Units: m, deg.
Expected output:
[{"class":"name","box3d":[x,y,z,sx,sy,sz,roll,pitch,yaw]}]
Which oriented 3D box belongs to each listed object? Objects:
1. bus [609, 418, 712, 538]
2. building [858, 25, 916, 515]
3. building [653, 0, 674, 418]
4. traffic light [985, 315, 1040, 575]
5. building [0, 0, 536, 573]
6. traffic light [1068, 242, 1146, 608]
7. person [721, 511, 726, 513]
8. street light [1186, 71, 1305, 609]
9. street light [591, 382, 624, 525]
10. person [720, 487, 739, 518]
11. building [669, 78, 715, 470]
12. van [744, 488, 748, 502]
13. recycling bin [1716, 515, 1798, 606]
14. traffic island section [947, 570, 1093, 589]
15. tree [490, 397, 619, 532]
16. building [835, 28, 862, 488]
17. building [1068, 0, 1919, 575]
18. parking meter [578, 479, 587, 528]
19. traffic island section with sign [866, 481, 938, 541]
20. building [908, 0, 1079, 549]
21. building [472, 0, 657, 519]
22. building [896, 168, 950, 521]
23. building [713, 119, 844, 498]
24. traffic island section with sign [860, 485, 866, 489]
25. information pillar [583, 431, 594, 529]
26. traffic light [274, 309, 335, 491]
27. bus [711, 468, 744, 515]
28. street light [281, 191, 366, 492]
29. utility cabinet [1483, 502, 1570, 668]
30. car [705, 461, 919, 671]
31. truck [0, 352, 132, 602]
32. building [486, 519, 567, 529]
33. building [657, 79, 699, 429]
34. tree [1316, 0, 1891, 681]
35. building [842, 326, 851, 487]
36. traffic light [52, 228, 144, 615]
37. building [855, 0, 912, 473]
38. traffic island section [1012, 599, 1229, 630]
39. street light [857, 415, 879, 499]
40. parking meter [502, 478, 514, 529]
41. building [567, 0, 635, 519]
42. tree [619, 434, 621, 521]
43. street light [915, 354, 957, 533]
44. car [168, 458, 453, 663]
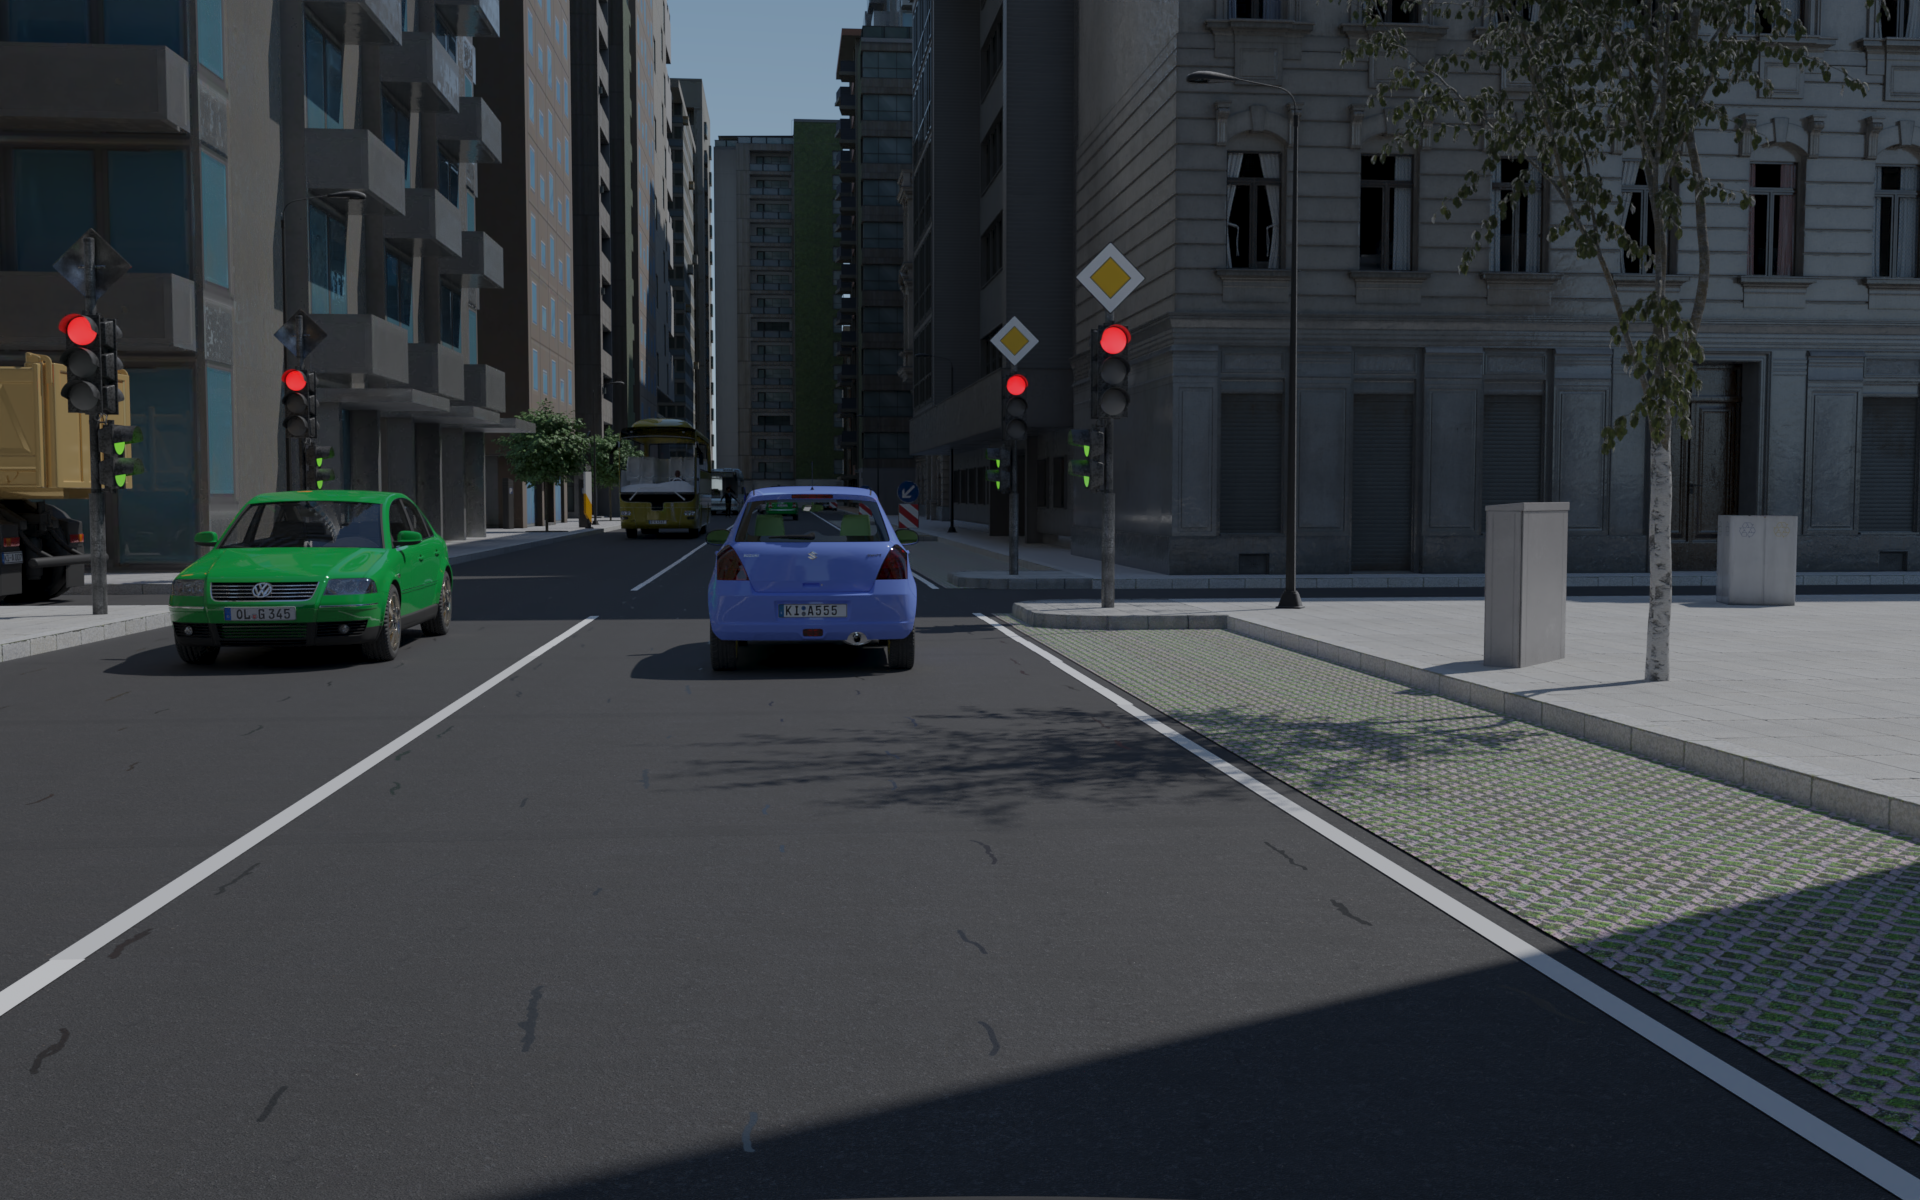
[{"class":"bus","box3d":[-10.087,-4.181,59.909,2.896,3.916,12.252,0,4,-6]},{"class":"building","box3d":[0.385,-20.785,111.542,14.160,30.474,14.107,0,4,-6]},{"class":"building","box3d":[-35.249,-32.861,126.513,28.713,52.752,27.495,0,4,-6]},{"class":"traffic light","box3d":[0.835,-2.354,27.414,0.839,4.253,0.868,0,4,-6]},{"class":"building","box3d":[-23.073,-25.624,38.554,23.786,49.044,30.456,0,4,-6]},{"class":"traffic light","box3d":[1.653,-1.868,19.470,0.839,4.253,0.868,0,4,-6]},{"class":"person","box3d":[-17.891,-7.487,130.896,0.705,1.826,1.348,1,4,15]},{"class":"street light","box3d":[3.177,-2.857,19.257,1.470,5.913,1.316,0,4,-6]},{"class":"street light","box3d":[-14.566,-6.060,71.622,1.470,5.913,1.316,0,4,-6]},{"class":"person","box3d":[-13.907,-5.872,104.140,0.705,1.869,1.348,3,5,45]},{"class":"building","box3d":[-38.735,-34.841,193.356,21.600,48.544,21.300,0,4,-6]},{"class":"van","box3d":[-20.499,-9.437,158.670,2.240,2.365,5.245,0,4,-7]},{"class":"recycling bin","box3d":[9.302,-0.470,20.241,0.722,1.027,0.722,1,4,12]},{"class":"traffic island section","box3d":[0.876,-0.321,27.532,2.009,0.180,2.903,0,4,-6]},{"class":"tree","box3d":[-14.109,-4.584,58.664,4.285,4.588,4.351,0,3,0]},{"class":"building","box3d":[-0.548,-31.162,164.117,22.147,44.769,28.867,0,4,-6]},{"class":"building","box3d":[11.695,-11.199,32.254,18.267,20.994,9.793,0,4,-6]},{"class":"parking meter","box3d":[-14.366,-3.698,66.181,0.399,1.863,0.255,-2,4,-24]},{"class":"traffic island section with sign","box3d":[-1.741,-2.710,52.944,1.989,1.847,2.006,0,4,-6]},{"class":"building","box3d":[6.561,-14.323,53.246,14.314,24.678,30.058,0,4,-6]},{"class":"building","box3d":[-26.317,-27.928,106.739,14.600,45.320,14.200,0,4,-6]},{"class":"building","box3d":[4.189,-16.295,85.503,14.460,24.649,34.723,0,4,-6]},{"class":"building","box3d":[-20.054,-31.084,191.809,14.086,41.232,14.154,0,4,-6]},{"class":"traffic island section with sign","box3d":[-4.505,-4.353,79.802,1.989,1.847,2.006,0,4,-6]},{"class":"information pillar","box3d":[-13.834,-4.465,64.349,0.183,3.616,0.504,1,4,14]},{"class":"traffic light","box3d":[-9.968,-2.286,26.289,0.839,4.253,0.868,0,4,-6]},{"class":"bus","box3d":[-16.635,-7.728,121.207,2.948,3.499,13.247,0,4,-5]},{"class":"street light","box3d":[-9.808,-3.310,26.663,1.470,5.913,1.316,0,4,-6]},{"class":"utility cabinet","box3d":[4.311,-0.124,13.197,0.306,1.237,1.020,3,4,37]},{"class":"car","box3d":[-1.310,-0.356,15.414,1.945,1.707,3.694,0,4,-5]},{"class":"truck","box3d":[-16.001,-1.593,21.966,9.791,3.379,3.469,0,4,-4]},{"class":"building","box3d":[-23.457,-25.624,69.059,14.600,45.320,14.200,0,4,-6]},{"class":"building","box3d":[-36.465,-28.588,159.301,23.993,40.220,32.217,0,4,-6]},{"class":"tree","box3d":[4.569,-3.751,11.689,4.360,8.622,3.978,0,3,0]},{"class":"building","box3d":[0.894,-21.793,201.347,28.899,21.520,27.650,0,4,-6]},{"class":"traffic light","box3d":[-9.149,-1.800,18.346,0.839,4.253,0.868,0,4,-6]},{"class":"building","box3d":[3.995,-31.491,134.484,23.786,49.044,30.456,0,4,-6]},{"class":"traffic island section","box3d":[1.694,0.165,19.588,2.009,0.180,2.903,0,4,-6]},{"class":"street light","box3d":[-5.350,-7.899,101.687,1.470,5.913,1.316,0,4,-6]},{"class":"parking meter","box3d":[-16.530,-3.527,63.375,0.255,1.863,0.399,1,4,18]},{"class":"building","box3d":[-24.990,-19.565,91.584,14.160,30.474,14.107,0,4,-6]},{"class":"tree","box3d":[-16.756,-6.055,82.710,4.285,4.588,4.351,0,3,0]},{"class":"street light","box3d":[-0.801,-5.193,57.454,1.470,5.913,1.316,0,4,-6]},{"class":"car","box3d":[-5.911,-0.449,16.145,1.959,1.807,4.718,0,4,-8]}]
